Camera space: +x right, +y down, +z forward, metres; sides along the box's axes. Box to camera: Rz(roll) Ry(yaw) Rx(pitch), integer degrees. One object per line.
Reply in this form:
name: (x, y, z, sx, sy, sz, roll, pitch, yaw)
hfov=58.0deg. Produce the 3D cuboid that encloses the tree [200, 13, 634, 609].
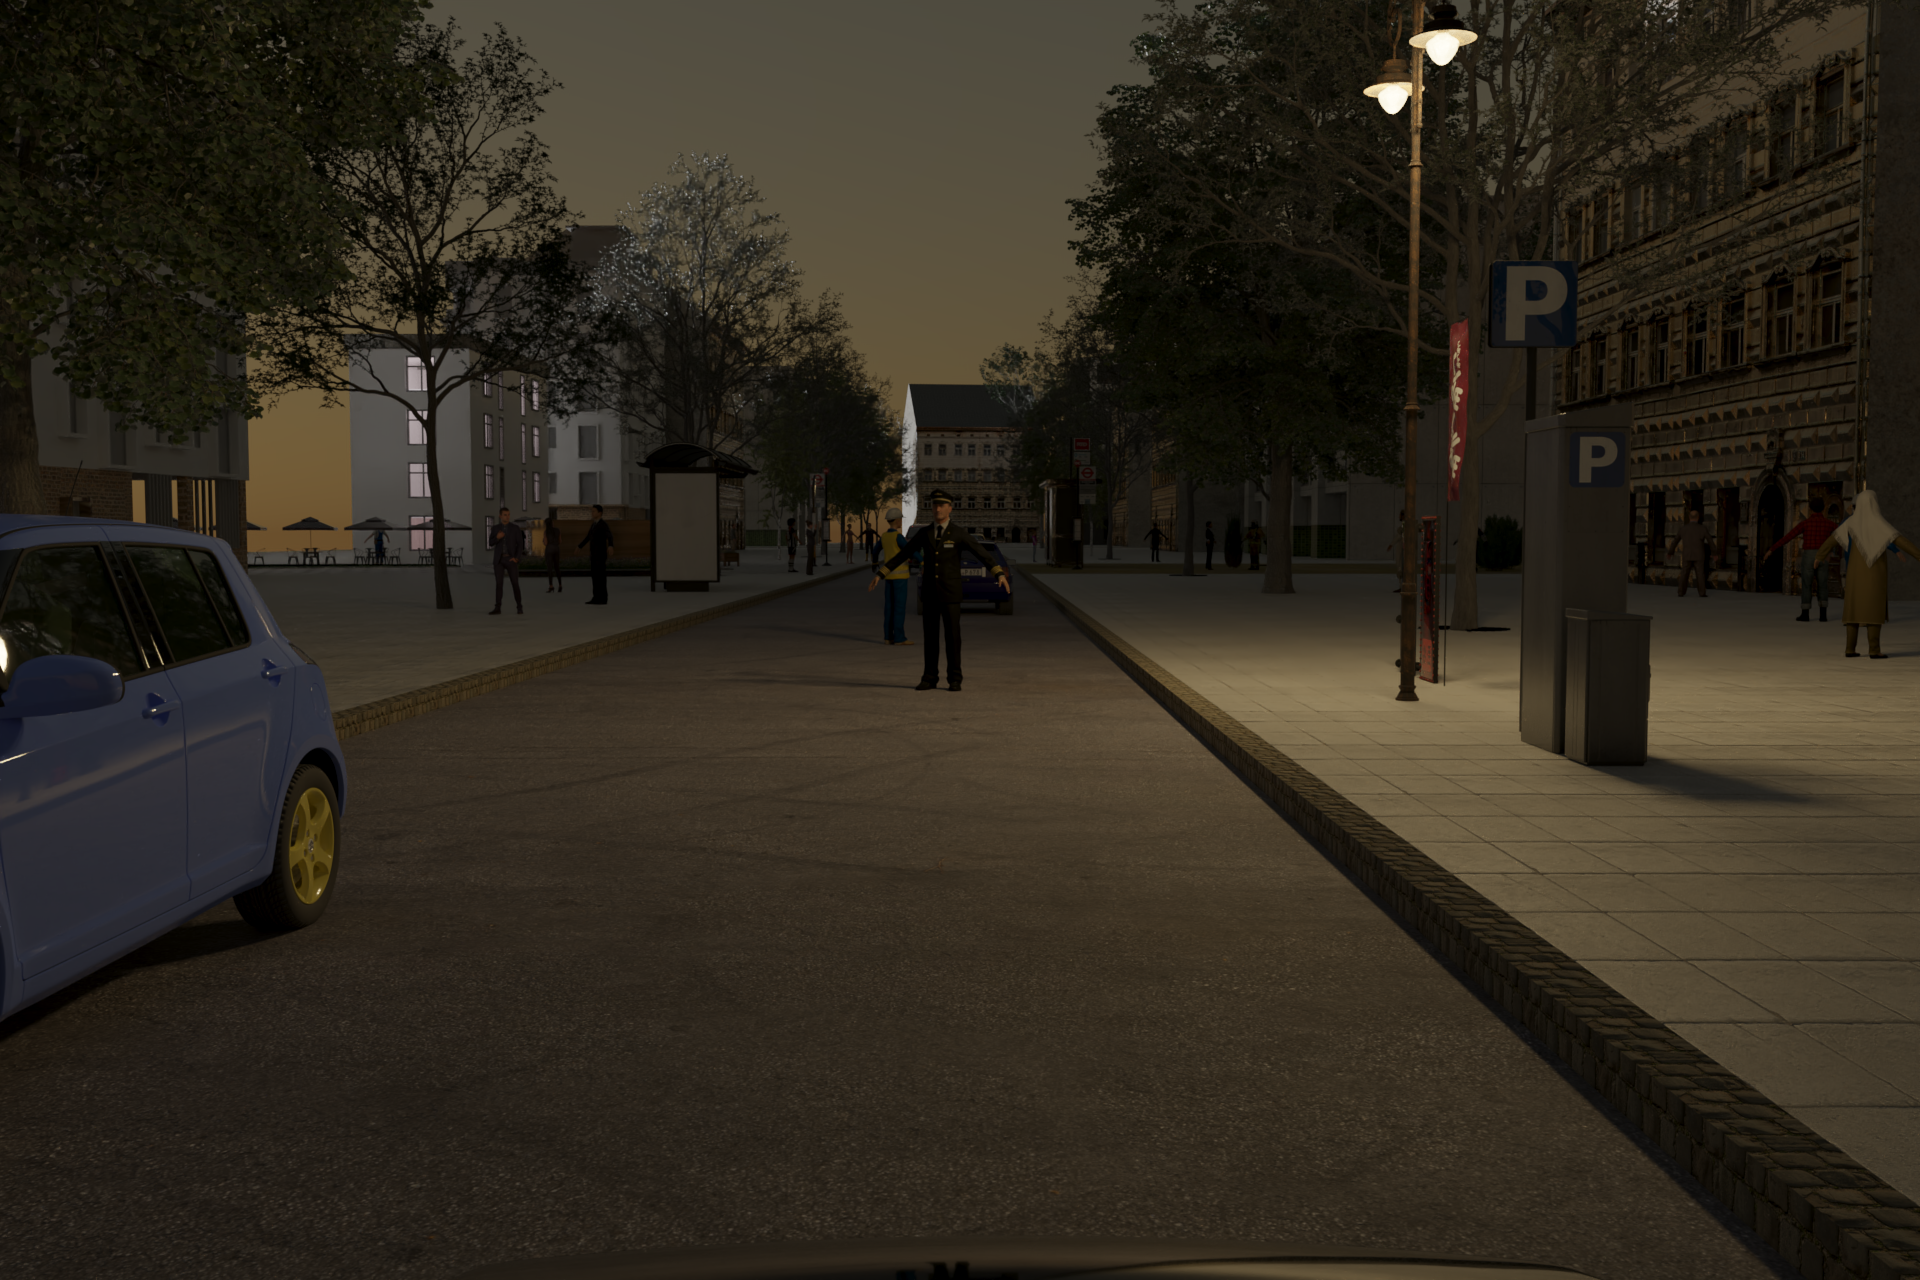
tree: (-9.187, -5.807, 29.353, 7.601, 10.594, 8.767, -1, 4, -17)

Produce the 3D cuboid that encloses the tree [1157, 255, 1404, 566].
tree: (12.438, -9.713, 69.185, 12.009, 13.543, 11.850, 0, 3, 0)

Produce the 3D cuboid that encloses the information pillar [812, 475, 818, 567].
information pillar: (-5.758, -4.713, 68.406, 0.183, 3.616, 0.504, 0, 4, 2)

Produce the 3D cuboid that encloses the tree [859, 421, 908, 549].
tree: (-8.217, -13.762, 150.757, 9.928, 11.665, 9.643, 0, 3, 0)

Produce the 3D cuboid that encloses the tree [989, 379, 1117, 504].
tree: (7.328, -13.817, 136.280, 12.009, 13.543, 11.850, 0, 3, 0)

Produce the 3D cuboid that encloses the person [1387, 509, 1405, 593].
person: (9.700, -1.948, 37.933, 0.704, 1.819, 1.344, 2, 4, 35)

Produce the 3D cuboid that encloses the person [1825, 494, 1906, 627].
person: (12.478, -1.109, 24.006, 0.705, 1.842, 1.347, -1, 4, -18)

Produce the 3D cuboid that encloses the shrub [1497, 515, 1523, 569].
shrub: (19.880, -3.587, 63.066, 1.690, 2.028, 1.600, 0, 3, 0)

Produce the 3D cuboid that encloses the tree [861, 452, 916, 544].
tree: (-7.520, -13.868, 161.159, 8.767, 10.594, 7.601, 2, 4, 34)

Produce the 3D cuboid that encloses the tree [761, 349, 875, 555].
tree: (-8.753, -11.506, 106.254, 7.486, 12.596, 7.792, 0, 3, 0)

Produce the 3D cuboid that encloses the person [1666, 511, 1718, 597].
person: (14.926, -1.755, 35.291, 0.990, 1.755, 0.434, 3, 4, 36)

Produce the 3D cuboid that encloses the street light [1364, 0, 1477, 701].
street light: (3.449, -2.470, 13.180, 0.468, 5.910, 1.993, 0, 4, 0)

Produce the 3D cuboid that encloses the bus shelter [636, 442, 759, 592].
bus shelter: (-6.082, -2.869, 40.827, 2.014, 3.302, 5.546, 0, 4, 1)

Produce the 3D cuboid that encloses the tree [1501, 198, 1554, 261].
tree: (27.297, -13.261, 72.708, 12.611, 20.169, 13.585, 0, 3, 0)

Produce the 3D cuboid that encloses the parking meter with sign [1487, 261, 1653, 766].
parking meter with sign: (3.654, -0.860, 10.325, 0.543, 3.016, 1.738, 0, 4, 0)

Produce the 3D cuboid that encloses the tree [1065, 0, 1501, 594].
tree: (6.938, -7.983, 37.182, 9.857, 13.997, 8.962, 0, 3, 0)

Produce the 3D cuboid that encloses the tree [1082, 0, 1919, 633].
tree: (6.887, -6.872, 22.728, 12.009, 13.543, 11.850, 0, 3, 0)

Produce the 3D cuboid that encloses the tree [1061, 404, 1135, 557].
tree: (7.753, -9.073, 98.704, 4.737, 8.622, 4.395, 0, 3, 0)

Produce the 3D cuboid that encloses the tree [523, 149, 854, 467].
tree: (-8.356, -8.826, 54.681, 12.009, 13.543, 11.850, 0, 3, 0)

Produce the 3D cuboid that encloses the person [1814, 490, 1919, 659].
person: (9.425, -0.682, 17.932, 0.721, 1.736, 1.217, -2, 4, -35)

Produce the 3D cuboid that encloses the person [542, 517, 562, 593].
person: (-8.943, -1.862, 37.962, 0.415, 1.643, 0.593, 0, 4, 5)

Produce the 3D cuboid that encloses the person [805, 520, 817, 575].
person: (-4.557, -2.876, 53.871, 0.445, 1.727, 0.742, -3, 5, -42)

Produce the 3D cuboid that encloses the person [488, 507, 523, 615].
person: (-7.254, -1.265, 27.643, 0.541, 1.710, 0.530, 1, 4, 9)

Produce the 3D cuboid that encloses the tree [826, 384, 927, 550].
tree: (-8.006, -14.053, 140.128, 12.009, 13.543, 11.850, 0, 3, 0)

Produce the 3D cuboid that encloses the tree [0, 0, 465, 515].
tree: (-9.096, -6.709, 16.341, 9.857, 13.997, 8.962, 0, 3, 0)

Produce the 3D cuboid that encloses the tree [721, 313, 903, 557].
tree: (-8.102, -11.296, 95.051, 12.009, 13.543, 11.850, 0, 3, 0)

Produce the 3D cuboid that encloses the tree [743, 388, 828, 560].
tree: (-8.749, -8.224, 84.827, 4.737, 8.622, 4.395, 0, 3, 0)

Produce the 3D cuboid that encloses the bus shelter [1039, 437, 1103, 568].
bus shelter: (4.340, -5.620, 69.512, 2.179, 5.291, 8.768, 0, 3, 0)

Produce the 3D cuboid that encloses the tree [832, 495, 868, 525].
tree: (-17.350, -20.887, 251.863, 12.009, 13.543, 11.850, 0, 3, 0)

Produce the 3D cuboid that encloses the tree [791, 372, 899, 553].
tree: (-8.105, -12.347, 119.993, 7.486, 12.596, 7.792, 0, 3, 0)

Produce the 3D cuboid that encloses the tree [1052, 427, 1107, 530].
tree: (7.497, -9.869, 111.713, 4.360, 8.622, 3.978, 0, 3, 0)

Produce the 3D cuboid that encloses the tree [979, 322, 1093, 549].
tree: (8.531, -18.143, 152.519, 12.611, 20.169, 13.585, 0, 3, 0)

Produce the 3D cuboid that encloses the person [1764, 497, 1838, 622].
person: (12.529, -1.179, 25.388, 1.345, 1.816, 0.704, 1, 4, 13)

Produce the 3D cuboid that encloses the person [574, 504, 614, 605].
person: (-6.617, -1.560, 31.557, 0.704, 1.823, 1.345, -3, 5, -40)

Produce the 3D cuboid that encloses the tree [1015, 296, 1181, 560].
tree: (7.682, -10.797, 86.904, 12.009, 13.543, 11.850, 0, 3, 0)

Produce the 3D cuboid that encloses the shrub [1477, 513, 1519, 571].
shrub: (18.524, -3.404, 60.079, 1.690, 2.028, 1.600, 0, 3, 0)

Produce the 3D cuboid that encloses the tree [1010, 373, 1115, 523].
tree: (7.242, -12.434, 121.420, 7.486, 12.596, 7.792, 0, 3, 0)

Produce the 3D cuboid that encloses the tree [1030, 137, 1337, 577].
tree: (7.122, -8.691, 52.467, 12.009, 13.543, 11.850, 0, 3, 0)

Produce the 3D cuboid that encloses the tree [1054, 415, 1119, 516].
tree: (7.039, -9.443, 104.749, 4.360, 8.622, 3.978, 0, 3, 0)
